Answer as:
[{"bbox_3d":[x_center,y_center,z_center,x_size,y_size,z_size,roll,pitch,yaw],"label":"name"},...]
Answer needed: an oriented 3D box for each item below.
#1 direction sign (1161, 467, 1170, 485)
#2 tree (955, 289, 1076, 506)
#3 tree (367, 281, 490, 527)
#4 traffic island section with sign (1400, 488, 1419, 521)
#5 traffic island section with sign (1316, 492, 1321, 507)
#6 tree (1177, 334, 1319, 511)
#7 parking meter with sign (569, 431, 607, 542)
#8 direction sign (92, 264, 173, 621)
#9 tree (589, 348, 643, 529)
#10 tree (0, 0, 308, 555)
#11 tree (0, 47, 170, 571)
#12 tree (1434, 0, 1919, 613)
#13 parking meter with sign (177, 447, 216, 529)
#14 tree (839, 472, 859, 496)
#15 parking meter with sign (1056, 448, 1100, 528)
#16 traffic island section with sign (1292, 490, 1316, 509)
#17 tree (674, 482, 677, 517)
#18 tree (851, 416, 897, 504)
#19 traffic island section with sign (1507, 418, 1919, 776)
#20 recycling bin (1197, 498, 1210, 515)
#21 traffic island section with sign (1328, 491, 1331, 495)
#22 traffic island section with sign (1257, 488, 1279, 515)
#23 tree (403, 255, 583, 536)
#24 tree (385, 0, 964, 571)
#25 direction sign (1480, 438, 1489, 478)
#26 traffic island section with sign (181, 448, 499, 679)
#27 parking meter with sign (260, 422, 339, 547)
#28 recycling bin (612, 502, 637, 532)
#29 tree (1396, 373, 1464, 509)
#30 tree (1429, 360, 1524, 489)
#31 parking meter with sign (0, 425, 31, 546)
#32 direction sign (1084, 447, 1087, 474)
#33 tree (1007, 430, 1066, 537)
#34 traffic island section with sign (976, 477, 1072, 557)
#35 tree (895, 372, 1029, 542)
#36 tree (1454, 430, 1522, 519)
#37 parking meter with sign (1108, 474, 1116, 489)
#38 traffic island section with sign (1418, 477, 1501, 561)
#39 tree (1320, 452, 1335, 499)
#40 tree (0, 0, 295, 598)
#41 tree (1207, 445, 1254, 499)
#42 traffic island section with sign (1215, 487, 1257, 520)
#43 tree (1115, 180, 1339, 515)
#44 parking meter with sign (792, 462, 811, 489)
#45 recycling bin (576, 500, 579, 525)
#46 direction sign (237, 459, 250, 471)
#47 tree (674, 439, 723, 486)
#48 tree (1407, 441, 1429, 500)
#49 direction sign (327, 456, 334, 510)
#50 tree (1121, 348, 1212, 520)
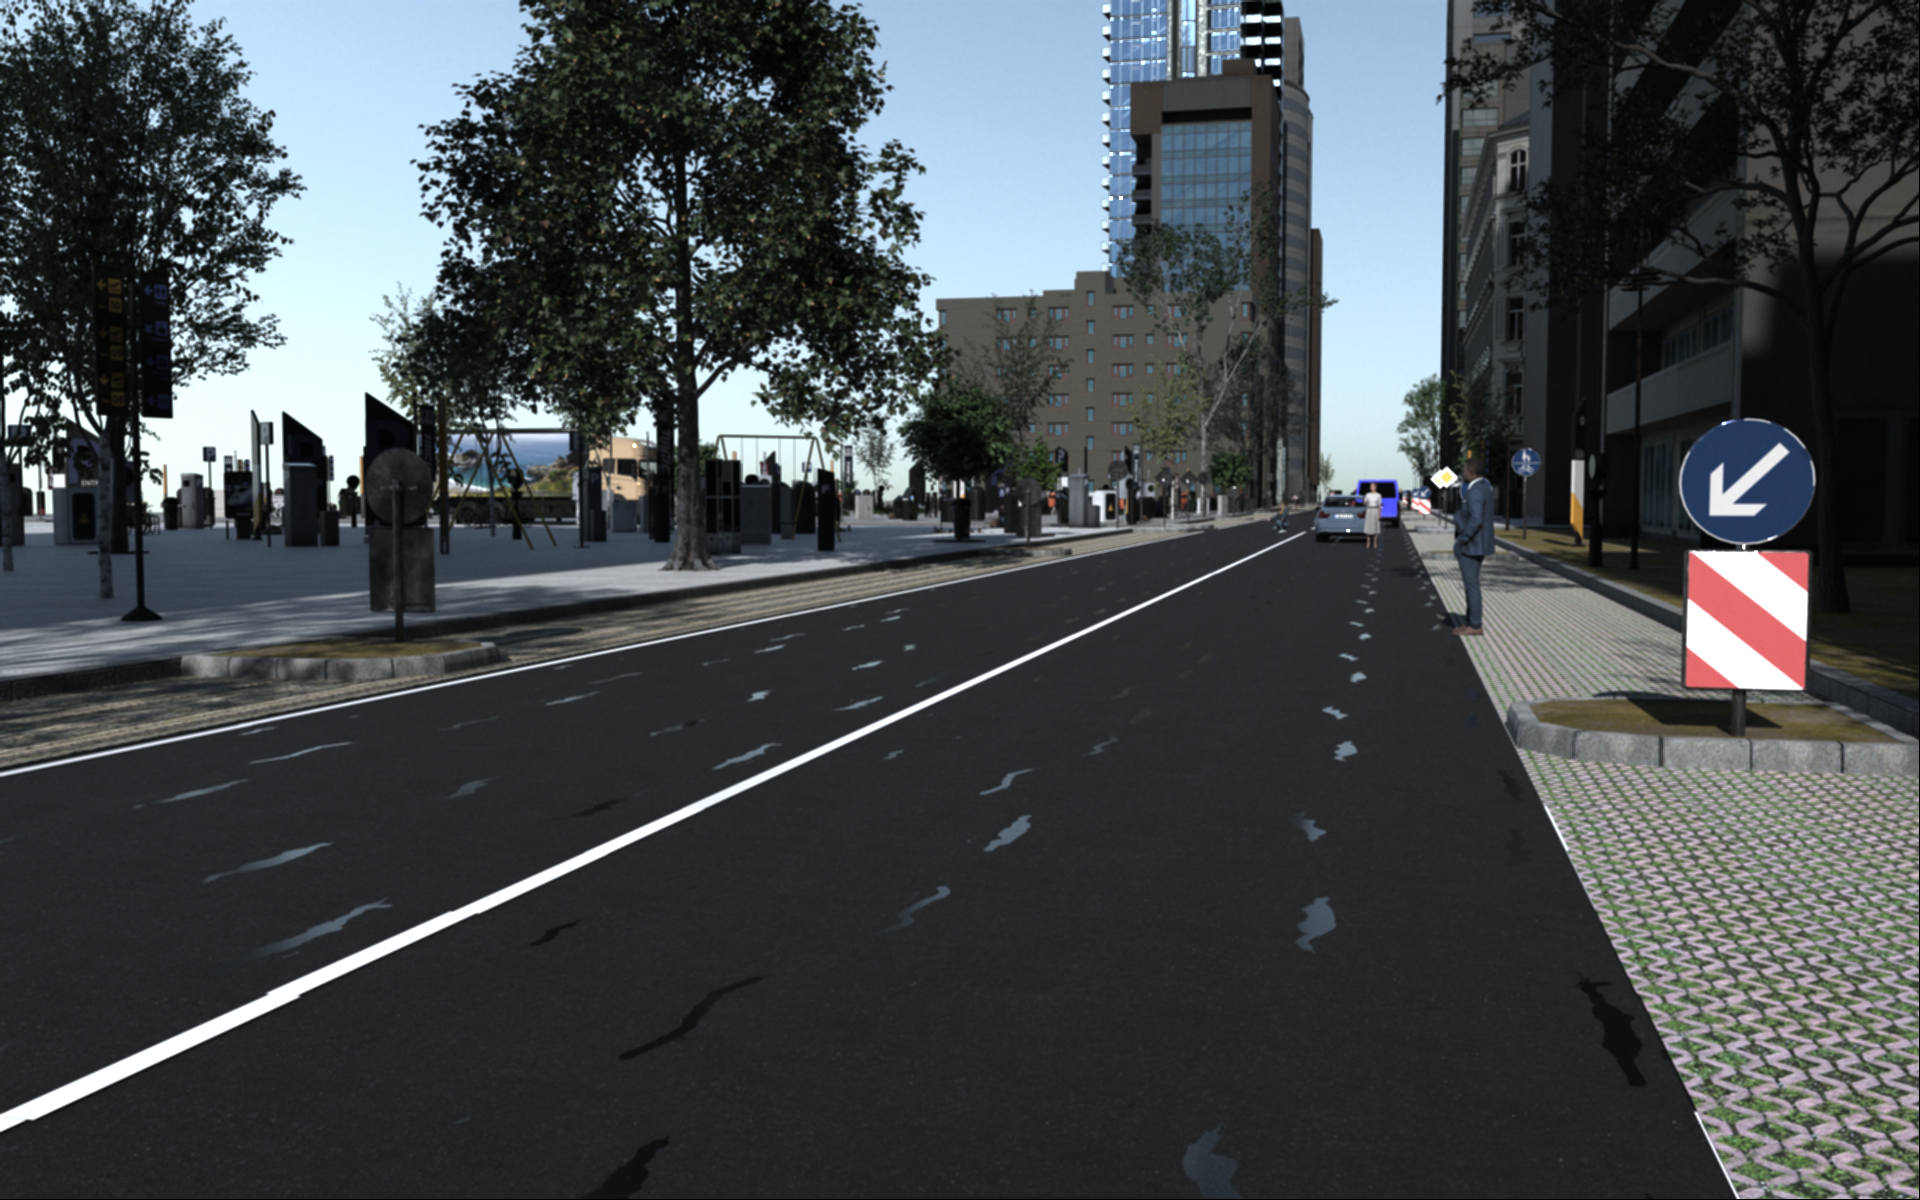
[{"bbox_3d":[17.482,-9.514,147.546,0.876,3.537,0.379,3,5,39],"label":"direction sign"},{"bbox_3d":[1.909,-6.804,61.610,4.360,8.622,3.978,0,3,0],"label":"tree"},{"bbox_3d":[-18.514,-6.731,60.412,4.737,8.622,4.395,0,3,0],"label":"tree"},{"bbox_3d":[24.408,-5.066,91.462,1.989,1.847,2.006,1,4,14],"label":"traffic island section with sign"},{"bbox_3d":[40.072,-11.452,195.872,1.989,1.847,2.006,1,4,14],"label":"traffic island section with sign"},{"bbox_3d":[21.995,-13.533,131.631,12.009,13.543,11.850,0,3,0],"label":"tree"},{"bbox_3d":[-10.113,-3.124,47.334,0.543,3.016,1.738,-2,4,-31],"label":"parking meter with sign"},{"bbox_3d":[-8.340,-1.562,17.537,0.379,3.537,0.876,2,4,26],"label":"direction sign"},{"bbox_3d":[-13.249,-6.951,64.006,4.360,8.622,3.978,0,3,0],"label":"tree"},{"bbox_3d":[-17.969,-6.794,36.830,9.928,11.665,9.643,0,3,0],"label":"tree"},{"bbox_3d":[-15.724,-4.793,28.726,4.737,8.622,4.395,0,3,0],"label":"tree"},{"bbox_3d":[9.320,-5.160,18.776,8.767,10.594,7.601,-2,4,-35],"label":"tree"},{"bbox_3d":[-28.501,-4.162,64.313,1.738,3.016,0.543,1,4,19],"label":"parking meter with sign"},{"bbox_3d":[-8.490,-8.234,129.227,1.663,3.219,1.824,0,3,0],"label":"tree"},{"bbox_3d":[4.513,-4.257,65.862,1.738,3.016,0.543,2,4,35],"label":"parking meter with sign"},{"bbox_3d":[33.577,-9.852,169.708,1.989,1.847,2.006,1,4,14],"label":"traffic island section with sign"},{"bbox_3d":[-16.131,-6.376,98.846,1.663,3.219,1.824,0,3,0],"label":"tree"},{"bbox_3d":[-7.183,-12.063,147.594,4.360,8.622,3.978,0,3,0],"label":"tree"},{"bbox_3d":[4.198,-0.075,9.856,1.989,1.847,2.006,1,4,14],"label":"traffic island section with sign"},{"bbox_3d":[15.079,-5.788,107.186,0.722,1.027,0.722,1,4,16],"label":"recycling bin"},{"bbox_3d":[60.005,-16.376,276.367,1.989,1.847,2.006,1,4,14],"label":"traffic island section with sign"},{"bbox_3d":[21.593,-6.894,121.336,1.989,1.847,2.006,1,4,14],"label":"traffic island section with sign"},{"bbox_3d":[-14.420,-6.250,52.542,4.360,8.622,3.978,0,3,0],"label":"tree"},{"bbox_3d":[-4.674,-6.846,28.938,9.611,12.733,9.660,0,3,0],"label":"tree"},{"bbox_3d":[21.102,-4.757,69.776,0.379,3.537,0.876,3,5,39],"label":"direction sign"},{"bbox_3d":[-4.940,-0.346,14.283,1.989,1.847,2.006,1,4,14],"label":"traffic island section with sign"},{"bbox_3d":[-16.180,-2.829,42.523,0.543,3.016,1.738,3,5,44],"label":"parking meter with sign"},{"bbox_3d":[-11.356,-2.819,58.648,0.722,1.027,0.722,0,4,2],"label":"recycling bin"},{"bbox_3d":[40.918,-13.545,147.221,9.928,11.665,9.643,0,3,0],"label":"tree"},{"bbox_3d":[28.478,-8.816,94.503,4.737,8.622,4.395,0,3,0],"label":"tree"},{"bbox_3d":[-23.651,-2.849,42.846,0.543,3.016,1.738,0,4,-1],"label":"parking meter with sign"},{"bbox_3d":[6.115,-5.641,84.235,0.379,3.537,0.876,1,4,10],"label":"direction sign"},{"bbox_3d":[2.486,-3.548,52.606,1.663,3.219,1.824,0,3,0],"label":"tree"},{"bbox_3d":[1.555,-1.946,40.447,1.989,1.847,2.006,1,4,14],"label":"traffic island section with sign"},{"bbox_3d":[-0.055,-3.848,46.637,4.285,4.588,4.351,0,3,0],"label":"tree"},{"bbox_3d":[26.961,-6.407,88.475,4.285,4.588,4.351,0,3,0],"label":"tree"},{"bbox_3d":[11.877,-8.114,128.930,1.738,3.016,0.543,-2,4,-32],"label":"parking meter with sign"},{"bbox_3d":[11.150,-1.793,37.948,1.989,1.847,2.006,1,4,14],"label":"traffic island section with sign"},{"bbox_3d":[62.997,-21.347,299.389,4.737,8.622,4.395,0,3,0],"label":"tree"},{"bbox_3d":[-10.550,-4.344,21.389,4.360,8.622,3.978,0,3,0],"label":"tree"},{"bbox_3d":[18.165,-8.132,116.669,4.285,4.588,4.351,0,3,0],"label":"tree"},{"bbox_3d":[15.046,-5.278,94.918,1.989,1.847,2.006,1,4,14],"label":"traffic island section with sign"},{"bbox_3d":[16.030,-15.223,104.785,12.611,20.169,13.585,0,3,0],"label":"tree"},{"bbox_3d":[-8.930,-6.087,95.782,0.543,3.016,1.738,-3,5,-39],"label":"parking meter with sign"},{"bbox_3d":[-15.428,-3.596,71.341,0.722,1.027,0.722,-1,4,-9],"label":"recycling bin"},{"bbox_3d":[-46.876,-7.425,113.402,0.876,3.537,0.379,1,4,12],"label":"direction sign"},{"bbox_3d":[-14.457,-6.754,94.149,4.285,4.588,4.351,0,3,0],"label":"tree"},{"bbox_3d":[60.482,-16.848,225.823,4.737,8.622,4.395,0,3,0],"label":"tree"},{"bbox_3d":[-37.170,-6.729,102.016,0.876,3.537,0.379,2,4,33],"label":"direction sign"},{"bbox_3d":[10.413,-8.332,86.595,4.737,8.622,4.395,0,3,0],"label":"tree"}]
